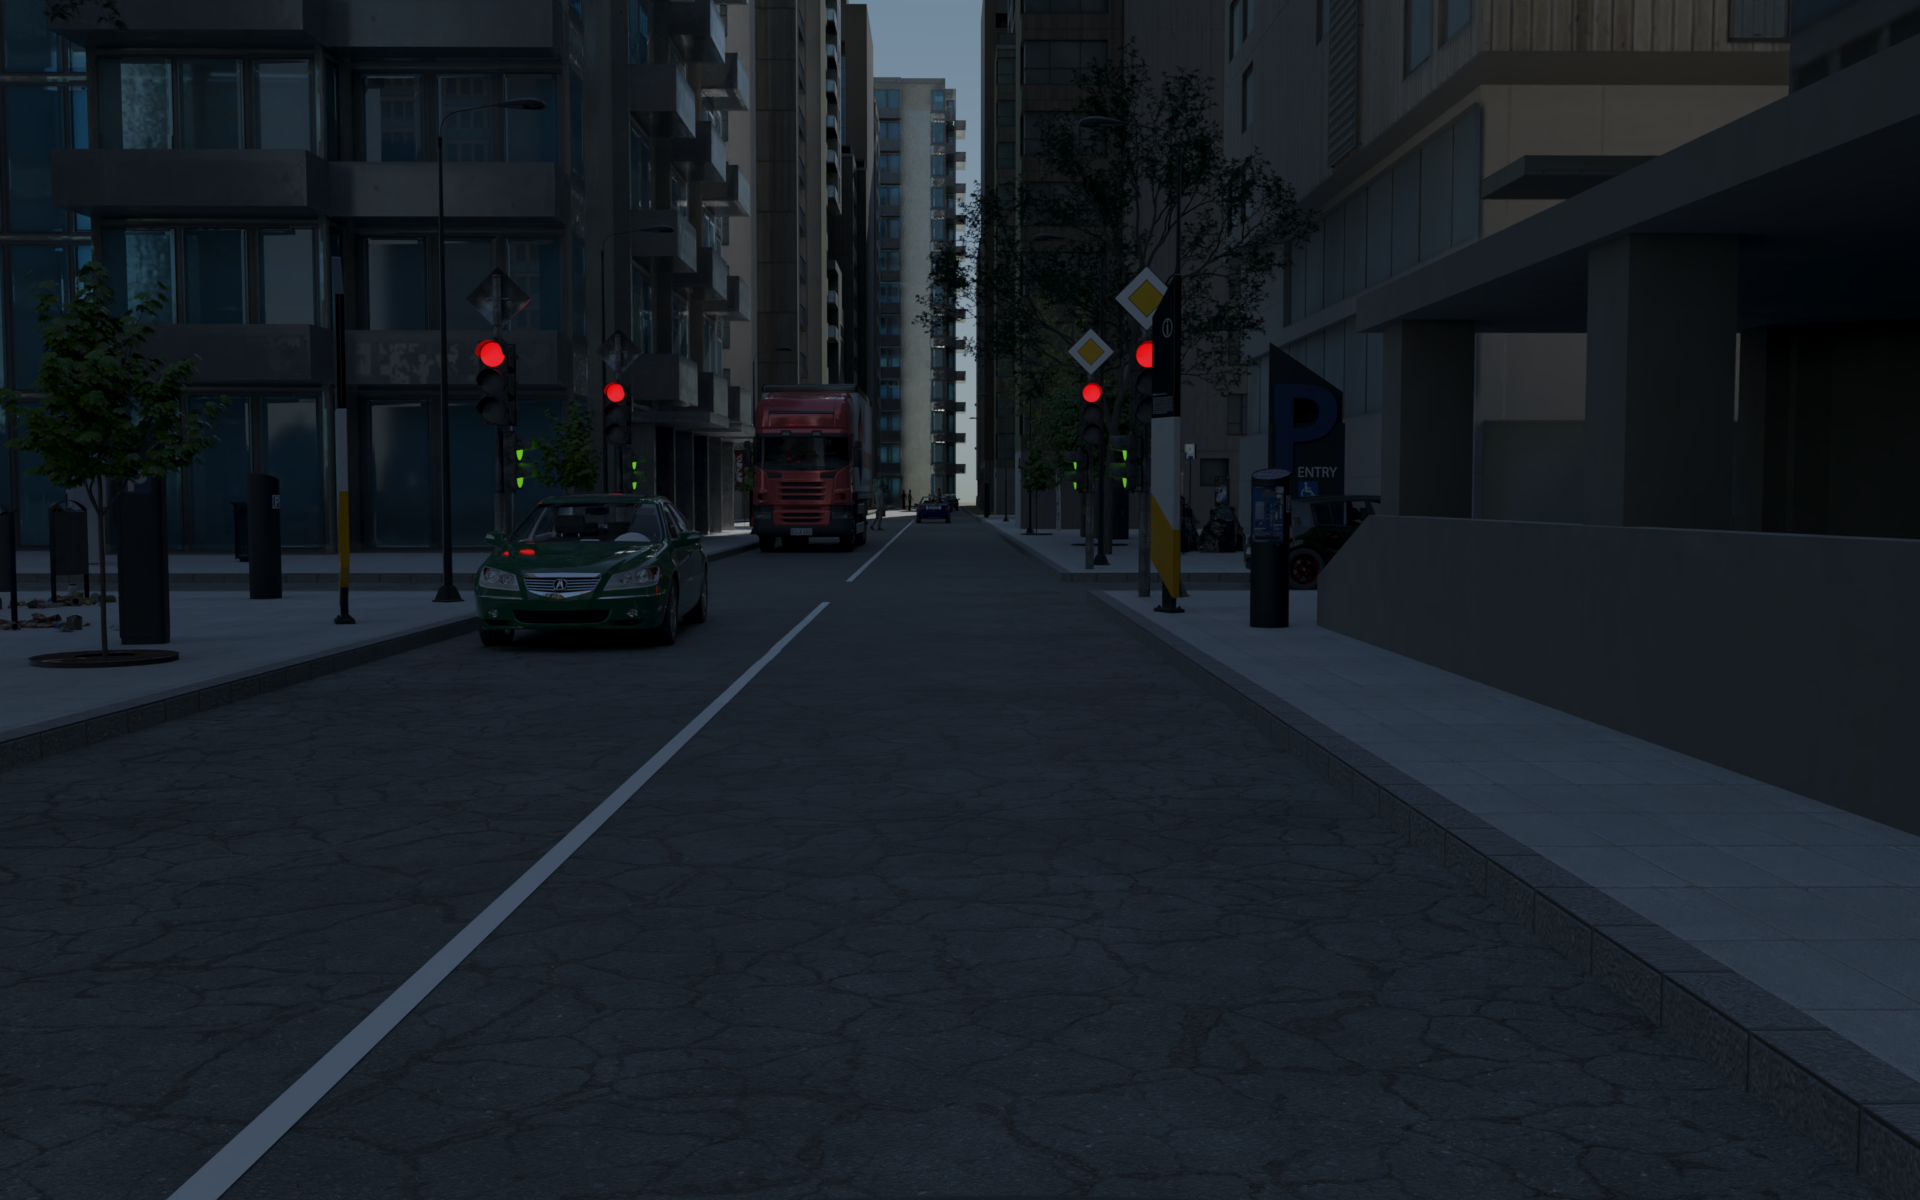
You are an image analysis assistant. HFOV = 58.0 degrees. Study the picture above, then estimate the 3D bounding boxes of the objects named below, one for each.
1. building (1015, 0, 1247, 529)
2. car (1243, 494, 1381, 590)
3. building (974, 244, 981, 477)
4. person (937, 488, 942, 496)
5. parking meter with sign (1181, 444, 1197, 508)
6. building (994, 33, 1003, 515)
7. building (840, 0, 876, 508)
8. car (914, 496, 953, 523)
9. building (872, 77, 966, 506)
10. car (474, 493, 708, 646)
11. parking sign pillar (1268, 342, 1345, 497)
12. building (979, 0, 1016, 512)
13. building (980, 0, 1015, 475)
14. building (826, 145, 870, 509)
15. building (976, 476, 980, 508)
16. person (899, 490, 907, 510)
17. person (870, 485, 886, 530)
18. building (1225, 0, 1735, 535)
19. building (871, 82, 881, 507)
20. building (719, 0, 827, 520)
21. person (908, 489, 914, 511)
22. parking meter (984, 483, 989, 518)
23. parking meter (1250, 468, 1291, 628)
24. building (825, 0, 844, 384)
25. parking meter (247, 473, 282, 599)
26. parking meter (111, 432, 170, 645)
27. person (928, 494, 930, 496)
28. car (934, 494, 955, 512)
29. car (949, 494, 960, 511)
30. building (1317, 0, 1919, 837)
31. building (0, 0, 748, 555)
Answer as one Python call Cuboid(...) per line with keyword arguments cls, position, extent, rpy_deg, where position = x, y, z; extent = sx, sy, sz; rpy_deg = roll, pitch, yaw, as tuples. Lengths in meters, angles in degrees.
Cuboid(cls="building", position=(9.165, -18.208, 69.409), extent=(14.160, 30.474, 14.107), rpy_deg=(0, 4, -1))
Cuboid(cls="car", position=(6.477, -1.024, 26.530), extent=(4.222, 1.686, 2.009), rpy_deg=(0, 4, -1))
Cuboid(cls="building", position=(8.816, -25.935, 195.740), extent=(14.107, 30.474, 14.160), rpy_deg=(0, 4, -1))
Cuboid(cls="person", position=(-1.375, -6.282, 111.304), extent=(0.705, 1.812, 1.348), rpy_deg=(-1, 4, -8))
Cuboid(cls="parking meter with sign", position=(7.276, -3.871, 59.558), extent=(1.738, 3.016, 0.543), rpy_deg=(-2, 4, -32))
Cuboid(cls="building", position=(9.176, -20.852, 112.625), extent=(14.160, 30.474, 14.107), rpy_deg=(0, 4, -1))
Cuboid(cls="building", position=(-14.979, -31.001, 156.978), extent=(14.600, 45.320, 14.200), rpy_deg=(0, 4, -1))
Cuboid(cls="car", position=(-1.316, -4.499, 86.142), extent=(1.945, 1.354, 3.894), rpy_deg=(0, 4, -1))
Cuboid(cls="building", position=(-14.607, -35.436, 198.992), extent=(30.456, 49.044, 23.786), rpy_deg=(0, 4, -1))
Cuboid(cls="car", position=(-3.681, -0.372, 17.885), extent=(2.131, 1.459, 4.920), rpy_deg=(0, 4, -2))
Cuboid(cls="parking sign pillar", position=(6.149, -2.586, 30.760), extent=(1.447, 3.967, 1.447), rpy_deg=(0, 4, 2))
Cuboid(cls="building", position=(11.963, -42.288, 129.653), extent=(20.563, 71.187, 20.611), rpy_deg=(0, 4, -1))
Cuboid(cls="building", position=(8.824, -30.486, 148.563), extent=(14.600, 45.320, 14.200), rpy_deg=(0, 4, -1))
Cuboid(cls="building", position=(-14.824, -22.713, 143.051), extent=(14.160, 30.474, 14.107), rpy_deg=(0, 4, -1))
Cuboid(cls="building", position=(17.784, -29.132, 168.191), extent=(32.217, 40.220, 23.993), rpy_deg=(0, 4, -1))
Cuboid(cls="person", position=(-5.193, -9.213, 159.091), extent=(0.705, 1.831, 1.348), rpy_deg=(-2, 4, -34))
Cuboid(cls="person", position=(-3.177, -3.679, 68.780), extent=(0.853, 1.813, 0.709), rpy_deg=(-3, 5, -39))
Cuboid(cls="building", position=(21.514, -27.649, 41.298), extent=(27.495, 52.752, 28.713), rpy_deg=(0, 4, -1))
Cuboid(cls="building", position=(-14.961, -29.912, 172.650), extent=(14.086, 41.232, 14.154), rpy_deg=(0, 4, -1))
Cuboid(cls="building", position=(-14.488, -24.948, 91.492), extent=(14.154, 41.232, 14.086), rpy_deg=(0, 4, -1))
Cuboid(cls="person", position=(-4.147, -8.305, 144.269), extent=(0.705, 1.826, 1.348), rpy_deg=(1, 4, 14))
Cuboid(cls="parking meter", position=(1.428, -5.386, 93.764), extent=(0.255, 1.863, 0.399), rpy_deg=(0, 4, -6))
Cuboid(cls="parking meter", position=(2.990, -0.507, 16.698), extent=(0.372, 1.533, 0.369), rpy_deg=(0, 3, 0))
Cuboid(cls="building", position=(-18.065, -49.261, 118.086), extent=(22.319, 86.520, 31.000), rpy_deg=(0, 4, -1))
Cuboid(cls="parking meter", position=(-8.519, -0.783, 21.215), extent=(0.372, 1.533, 0.369), rpy_deg=(0, 3, 0))
Cuboid(cls="parking meter", position=(-7.010, -0.557, 14.811), extent=(0.399, 1.863, 0.255), rpy_deg=(-1, 4, -11))
Cuboid(cls="person", position=(-2.824, -9.007, 159.025), extent=(0.557, 1.426, 1.065), rpy_deg=(0, 4, -2))
Cuboid(cls="car", position=(-1.487, -7.883, 140.687), extent=(2.131, 1.459, 4.920), rpy_deg=(0, 4, 0))
Cuboid(cls="car", position=(-1.025, -8.365, 148.568), extent=(2.131, 1.459, 4.920), rpy_deg=(0, 4, 0))
Cuboid(cls="building", position=(19.659, -19.390, 8.903), extent=(32.217, 40.220, 23.993), rpy_deg=(0, 4, -1))
Cuboid(cls="building", position=(-18.044, -26.254, 48.856), extent=(23.786, 49.044, 30.456), rpy_deg=(0, 4, -1))
